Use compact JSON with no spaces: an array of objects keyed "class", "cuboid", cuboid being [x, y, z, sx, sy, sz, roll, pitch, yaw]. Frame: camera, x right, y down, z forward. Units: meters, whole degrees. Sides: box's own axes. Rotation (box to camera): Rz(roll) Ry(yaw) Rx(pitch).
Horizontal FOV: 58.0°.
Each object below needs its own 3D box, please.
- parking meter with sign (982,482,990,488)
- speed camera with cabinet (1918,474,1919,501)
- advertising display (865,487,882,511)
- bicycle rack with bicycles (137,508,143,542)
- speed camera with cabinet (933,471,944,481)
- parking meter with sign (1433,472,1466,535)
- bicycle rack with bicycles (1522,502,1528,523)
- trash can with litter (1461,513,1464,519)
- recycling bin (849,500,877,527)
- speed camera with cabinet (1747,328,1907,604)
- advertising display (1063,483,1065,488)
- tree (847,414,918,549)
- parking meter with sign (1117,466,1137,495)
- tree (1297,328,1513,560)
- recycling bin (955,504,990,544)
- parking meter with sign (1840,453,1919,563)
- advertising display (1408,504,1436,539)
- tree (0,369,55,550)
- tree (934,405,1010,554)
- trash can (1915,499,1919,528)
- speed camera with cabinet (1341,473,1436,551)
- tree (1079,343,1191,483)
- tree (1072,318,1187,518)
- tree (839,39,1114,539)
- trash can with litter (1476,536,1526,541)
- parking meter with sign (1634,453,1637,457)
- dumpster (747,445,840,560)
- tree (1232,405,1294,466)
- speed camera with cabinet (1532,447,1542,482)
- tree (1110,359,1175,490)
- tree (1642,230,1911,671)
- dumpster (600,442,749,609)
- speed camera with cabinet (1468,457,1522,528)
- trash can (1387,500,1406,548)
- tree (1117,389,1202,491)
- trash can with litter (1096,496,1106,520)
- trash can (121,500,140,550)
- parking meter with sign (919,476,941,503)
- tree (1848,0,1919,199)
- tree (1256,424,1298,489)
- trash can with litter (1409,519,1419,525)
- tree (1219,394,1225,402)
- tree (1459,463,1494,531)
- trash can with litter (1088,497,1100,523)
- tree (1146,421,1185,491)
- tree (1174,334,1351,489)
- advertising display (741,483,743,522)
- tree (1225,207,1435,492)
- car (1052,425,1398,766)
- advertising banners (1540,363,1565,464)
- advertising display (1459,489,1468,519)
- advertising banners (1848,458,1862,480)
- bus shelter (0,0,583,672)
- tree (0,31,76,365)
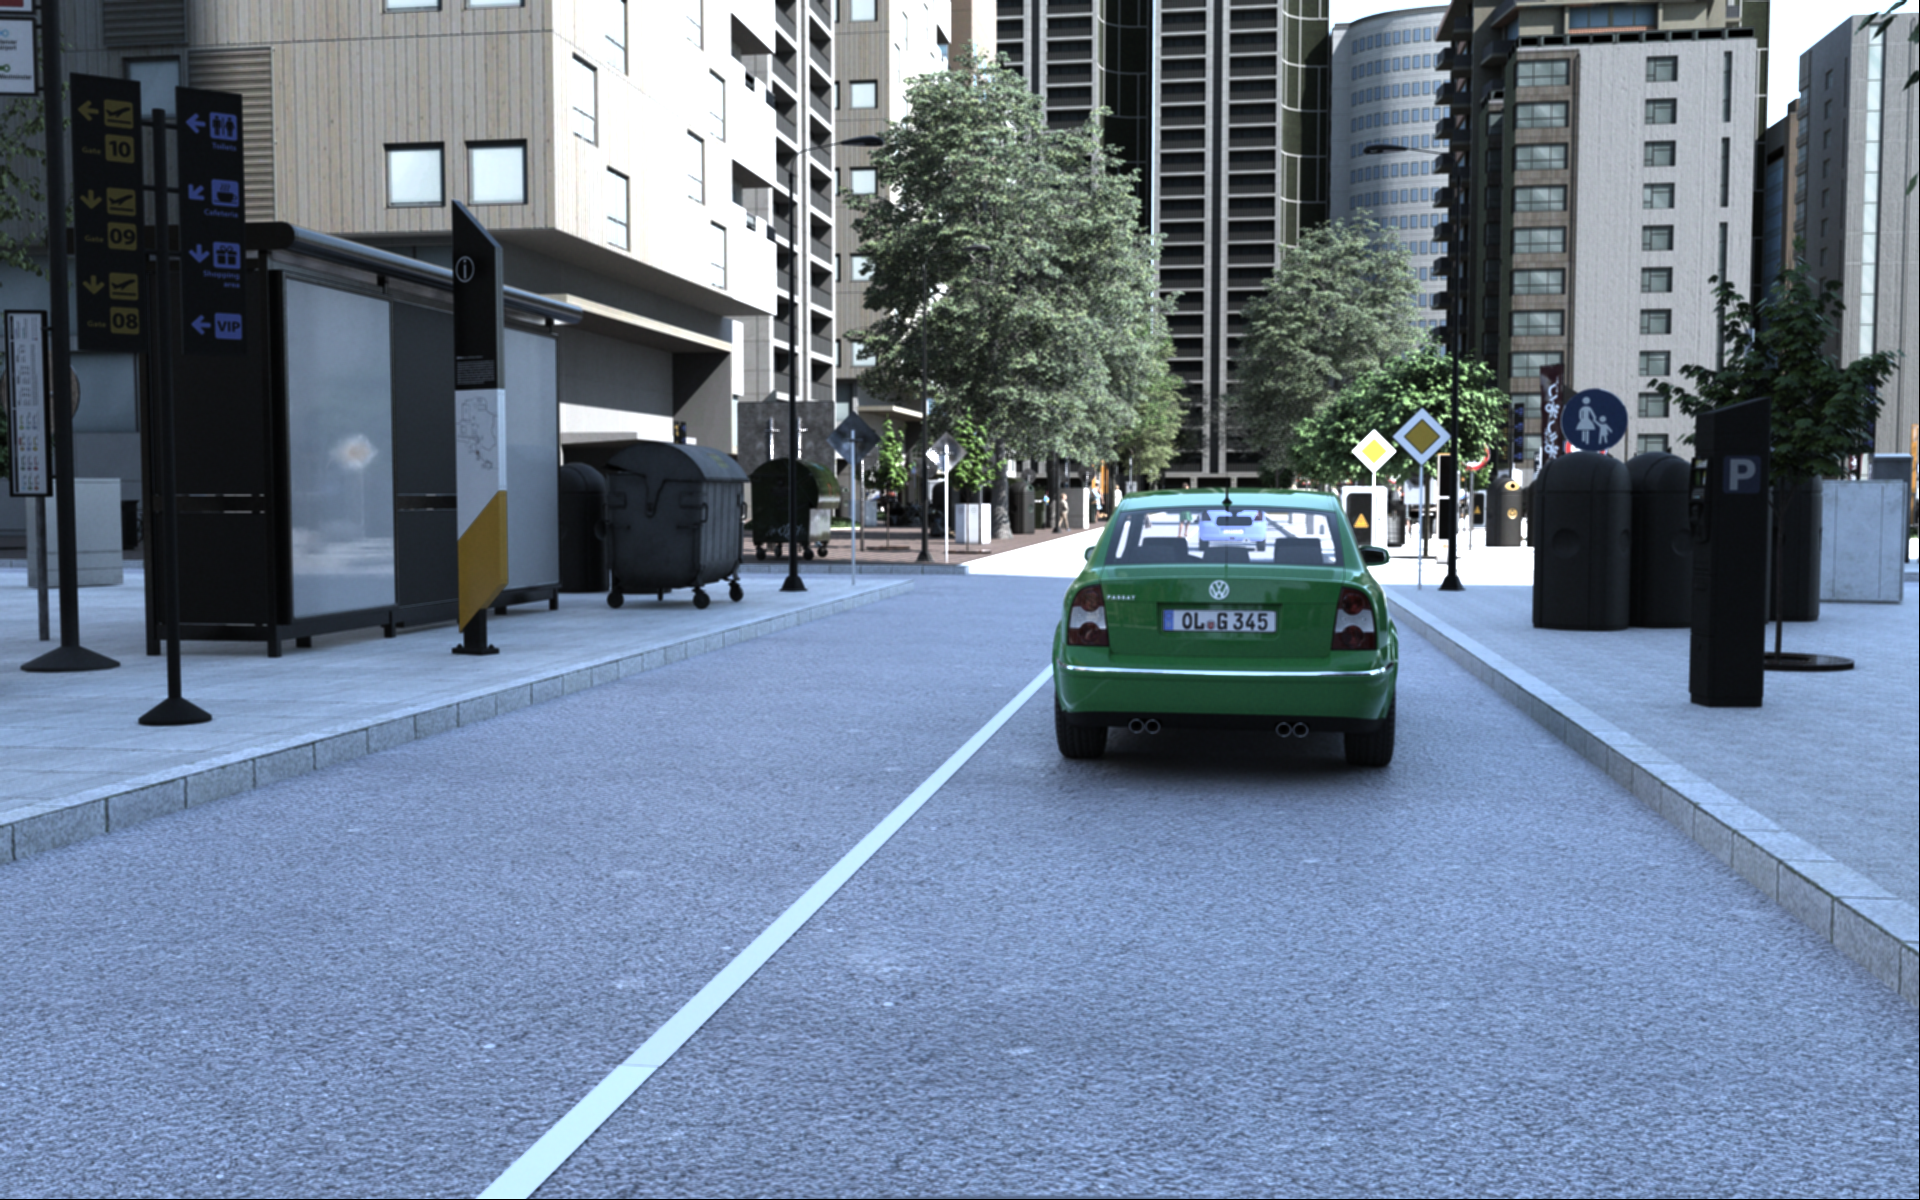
[{"class":"parking meter with sign","cuboid":[1.254,-6.083,95.723,0.543,3.016,1.738,3,5,43]},{"class":"speed camera with cabinet","cuboid":[43.385,-5.102,77.754,0.660,3.252,2.038,2,4,30]},{"class":"advertising display","cuboid":[-4.559,-5.285,91.631,0.974,1.923,0.123,2,4,29]},{"class":"bicycle rack with bicycles","cuboid":[-21.526,-1.939,45.086,2.852,0.926,2.925,-2,4,-27]},{"class":"speed camera with cabinet","cuboid":[-1.504,-6.555,101.516,0.660,3.252,2.038,-2,4,-28]},{"class":"parking meter with sign","cuboid":[15.580,-3.614,55.343,1.738,3.016,0.543,-2,4,-33]},{"class":"bicycle rack with bicycles","cuboid":[24.651,-3.875,76.730,2.852,0.926,2.925,0,3,0]},{"class":"trash can with litter","cuboid":[25.981,-4.843,90.571,0.624,1.170,1.055,-2,4,-35]},{"class":"recycling bin","cuboid":[-3.698,-3.339,67.148,0.722,1.027,0.722,2,4,35]},{"class":"speed camera with cabinet","cuboid":[10.140,-1.612,20.686,2.038,3.252,0.660,2,4,24]},{"class":"advertising display","cuboid":[6.351,-6.127,105.392,0.123,1.923,0.974,1,4,9]},{"class":"tree","cuboid":[-1.603,-2.816,40.651,1.663,3.219,1.824,0,3,0]},{"class":"parking meter with sign","cuboid":[10.572,-6.768,106.920,1.738,3.016,0.543,0,4,1]},{"class":"tree","cuboid":[9.226,-3.107,34.506,4.285,4.588,4.351,0,3,0]},{"class":"recycling bin","cuboid":[0.330,-1.961,44.613,0.722,1.027,0.722,1,4,22]},{"class":"parking meter with sign","cuboid":[17.422,-2.212,32.421,1.738,3.016,0.543,1,4,17]},{"class":"advertising display","cuboid":[13.210,-2.683,49.077,0.974,1.923,0.123,0,4,3]},{"class":"tree","cuboid":[-22.713,-3.460,40.290,4.285,4.588,4.351,0,3,0]},{"class":"tree","cuboid":[0.291,-2.632,37.636,1.663,3.219,1.824,0,3,0]},{"class":"trash can","cuboid":[30.256,-2.652,55.020,0.748,1.137,0.748,0,3,0]},{"class":"speed camera with cabinet","cuboid":[9.594,-2.717,38.765,2.038,3.252,0.660,1,4,18]},{"class":"tree","cuboid":[11.592,-12.091,115.818,7.486,12.596,7.792,0,3,0]},{"class":"tree","cuboid":[7.966,-10.148,91.682,9.928,11.665,9.643,0,3,0]},{"class":"tree","cuboid":[1.150,-8.716,49.163,9.857,13.997,8.962,0,3,0]},{"class":"trash can with litter","cuboid":[15.207,-2.249,47.836,1.678,1.210,2.233,0,4,-2]},{"class":"parking meter with sign","cuboid":[27.715,-4.718,73.401,1.738,3.016,0.543,1,4,22]},{"class":"dumpster","cuboid":[-3.311,-1.946,34.316,1.502,2.255,1.985,1,4,9]},{"class":"tree","cuboid":[26.255,-12.628,140.886,8.767,10.594,7.601,1,4,15]},{"class":"speed camera with cabinet","cuboid":[24.864,-4.764,72.225,0.660,3.252,2.038,-2,4,-31]},{"class":"tree","cuboid":[18.456,-15.145,157.985,12.009,13.543,11.850,0,3,0]},{"class":"tree","cuboid":[6.165,-1.113,12.797,1.663,3.219,1.824,0,3,0]},{"class":"dumpster","cuboid":[-3.281,-0.872,20.020,1.264,1.857,1.865,1,4,9]},{"class":"speed camera with cabinet","cuboid":[20.250,-4.359,65.603,0.660,3.252,2.038,-2,4,-33]},{"class":"trash can","cuboid":[10.431,-1.839,41.723,0.748,1.137,0.748,0,3,0]},{"class":"tree","cuboid":[15.394,-12.306,135.609,7.601,10.594,8.767,-1,4,-8]},{"class":"trash can with litter","cuboid":[6.705,-4.628,86.726,2.233,1.210,1.678,2,4,32]},{"class":"trash can","cuboid":[-19.255,-1.723,39.832,0.748,1.137,0.748,0,3,0]},{"class":"parking meter with sign","cuboid":[-1.404,-5.990,94.193,1.738,3.016,0.543,-1,4,-11]},{"class":"tree","cuboid":[4.083,-1.256,4.243,4.285,4.588,4.351,0,3,0]},{"class":"tree","cuboid":[10.968,-3.858,46.794,4.285,4.588,4.351,0,3,0]},{"class":"trash can with litter","cuboid":[18.988,-3.717,72.163,1.055,1.170,0.624,0,4,-4]},{"class":"tree","cuboid":[3.510,-9.680,64.923,9.857,13.997,8.962,0,3,0]},{"class":"tree","cuboid":[17.973,-4.065,61.068,1.663,3.219,1.824,0,3,0]},{"class":"trash can with litter","cuboid":[5.527,-3.934,75.713,1.055,1.170,0.624,-2,4,-30]},{"class":"tree","cuboid":[16.900,-11.940,145.585,4.737,8.622,4.395,0,3,0]},{"class":"tree","cuboid":[21.819,-12.714,118.248,12.009,13.543,11.850,0,3,0]},{"class":"advertising display","cuboid":[-6.894,-2.819,51.301,0.974,1.923,0.123,1,4,16]},{"class":"tree","cuboid":[16.389,-10.499,78.308,9.857,13.997,8.962,0,3,0]},{"class":"car","cuboid":[1.663,-0.110,10.601,1.959,1.807,4.718,1,4,10]},{"class":"advertising banners","cuboid":[8.218,-1.622,22.707,0.090,3.025,2.074,-1,4,-17]},{"class":"advertising display","cuboid":[25.452,-5.100,88.596,0.974,1.923,0.123,0,4,3]},{"class":"advertising banners","cuboid":[32.642,-4.196,64.800,2.074,3.025,0.090,2,4,32]},{"class":"bus shelter","cuboid":[-5.917,-2.285,14.990,2.179,5.291,8.768,1,4,9]},{"class":"tree","cuboid":[-12.367,-4.261,20.036,4.737,8.622,4.395,0,3,0]}]
